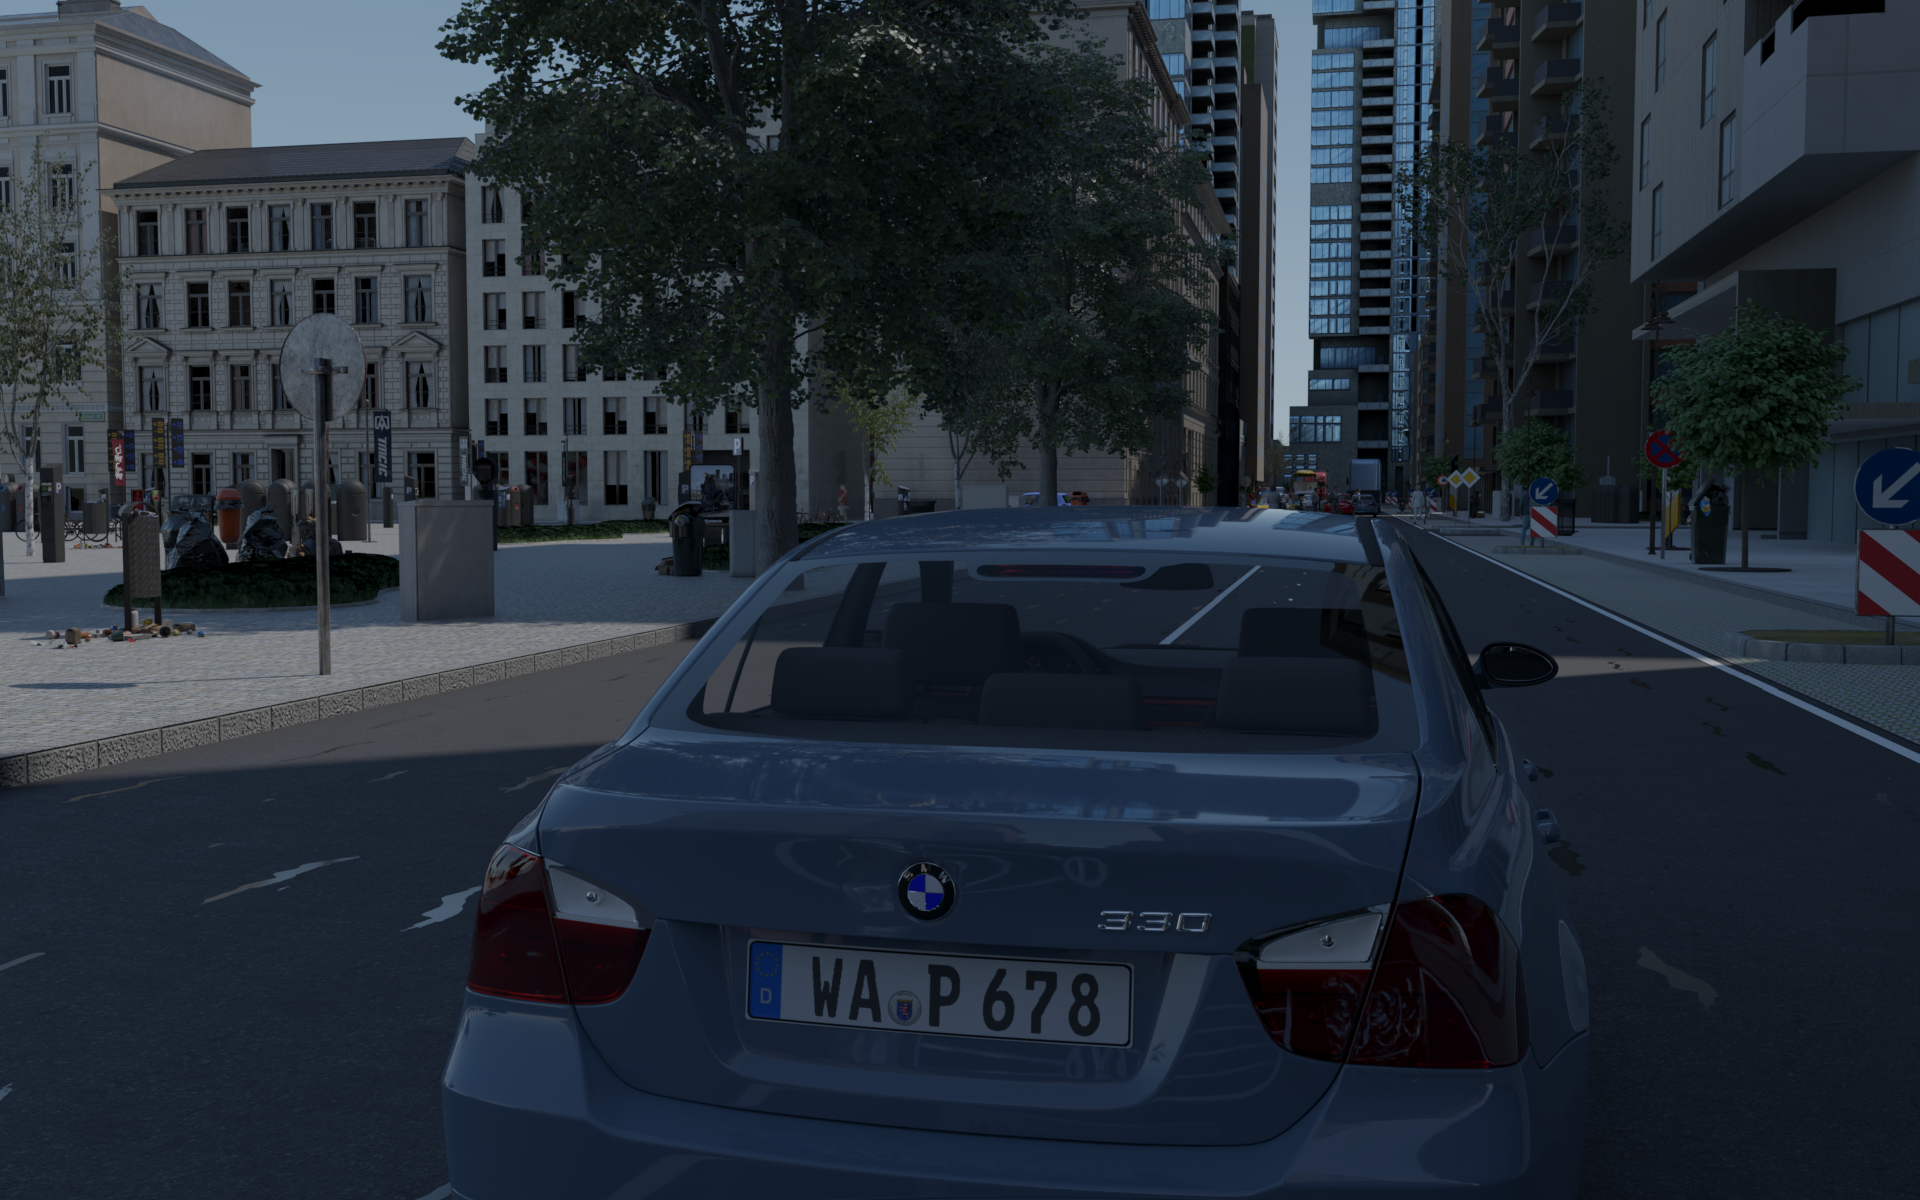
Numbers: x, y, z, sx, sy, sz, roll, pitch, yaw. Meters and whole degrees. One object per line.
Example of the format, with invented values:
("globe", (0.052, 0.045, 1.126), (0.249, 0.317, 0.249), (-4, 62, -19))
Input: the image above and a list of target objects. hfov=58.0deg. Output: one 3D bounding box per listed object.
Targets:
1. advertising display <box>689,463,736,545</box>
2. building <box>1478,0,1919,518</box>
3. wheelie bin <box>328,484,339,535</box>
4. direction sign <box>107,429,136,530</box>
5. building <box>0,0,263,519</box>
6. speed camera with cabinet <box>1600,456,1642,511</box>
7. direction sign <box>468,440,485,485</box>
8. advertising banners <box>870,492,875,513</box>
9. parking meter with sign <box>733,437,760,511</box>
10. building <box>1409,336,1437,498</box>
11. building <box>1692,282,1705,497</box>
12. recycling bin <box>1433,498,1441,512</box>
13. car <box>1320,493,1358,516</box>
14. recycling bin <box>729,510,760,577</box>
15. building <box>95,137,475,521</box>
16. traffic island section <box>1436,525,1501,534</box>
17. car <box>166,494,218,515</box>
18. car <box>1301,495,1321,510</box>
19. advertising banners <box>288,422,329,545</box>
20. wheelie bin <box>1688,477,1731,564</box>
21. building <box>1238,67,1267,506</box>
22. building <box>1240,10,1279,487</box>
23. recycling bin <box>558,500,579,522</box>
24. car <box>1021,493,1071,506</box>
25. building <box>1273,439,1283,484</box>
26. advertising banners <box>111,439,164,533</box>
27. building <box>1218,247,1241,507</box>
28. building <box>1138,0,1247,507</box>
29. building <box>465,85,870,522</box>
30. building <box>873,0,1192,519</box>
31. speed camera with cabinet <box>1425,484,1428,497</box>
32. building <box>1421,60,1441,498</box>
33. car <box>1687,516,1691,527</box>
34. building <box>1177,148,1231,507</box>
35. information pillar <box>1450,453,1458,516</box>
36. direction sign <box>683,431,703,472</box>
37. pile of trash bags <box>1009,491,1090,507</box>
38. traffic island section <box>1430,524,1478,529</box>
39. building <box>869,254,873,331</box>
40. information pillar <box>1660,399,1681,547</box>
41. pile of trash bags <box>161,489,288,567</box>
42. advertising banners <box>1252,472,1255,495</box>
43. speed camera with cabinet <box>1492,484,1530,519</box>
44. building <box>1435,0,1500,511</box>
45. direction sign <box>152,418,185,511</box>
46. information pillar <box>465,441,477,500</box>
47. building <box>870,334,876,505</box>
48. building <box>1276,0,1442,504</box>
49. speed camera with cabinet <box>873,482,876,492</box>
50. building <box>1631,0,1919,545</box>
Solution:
("advertising display", (-5.194, -1.905, 36.362), (0.974, 1.923, 0.123), (0, 4, -2))
("building", (42.807, -27.479, 103.910), (22.147, 44.769, 28.867), (1, 4, 13))
("wheelie bin", (-19.727, -2.858, 54.636), (0.980, 1.594, 0.693), (1, 4, 10))
("direction sign", (-29.332, -4.198, 60.641), (0.876, 3.537, 0.379), (-1, 4, -16))
("building", (-50.859, -18.872, 94.469), (20.117, 28.700, 13.634), (1, 4, 13))
("speed camera with cabinet", (34.456, -5.869, 90.292), (2.038, 3.252, 0.660), (0, 4, 7))
("direction sign", (-20.272, -4.935, 72.690), (0.876, 3.537, 0.379), (2, 4, 29))
("advertising banners", (-5.092, -7.264, 114.954), (2.074, 3.025, 0.090), (-2, 4, -33))
("parking meter with sign", (-6.133, -3.517, 53.763), (1.738, 3.016, 0.543), (-2, 4, -35))
("building", (67.003, -21.750, 200.650), (27.650, 21.520, 28.899), (1, 4, 13))
("building", (48.972, -32.575, 74.605), (28.212, 58.520, 21.231), (1, 4, 13))
("recycling bin", (33.674, -6.738, 122.715), (0.722, 1.027, 0.722), (1, 4, 8))
("car", (22.124, -5.636, 101.195), (2.155, 1.783, 4.494), (1, 4, 14))
("recycling bin", (-3.226, -0.884, 27.013), (0.722, 1.027, 0.722), (-1, 4, -9))
("building", (-32.021, -13.707, 88.735), (19.286, 19.102, 10.561), (1, 4, 13))
("traffic island section", (18.789, -2.546, 63.912), (2.009, 0.180, 2.903), (1, 4, 13))
("car", (-33.924, -4.208, 78.580), (4.222, 1.686, 2.009), (1, 4, 11))
("car", (31.071, -8.615, 153.215), (2.083, 1.381, 4.827), (1, 4, 11))
("advertising banners", (-15.867, -2.816, 42.232), (2.074, 3.025, 0.090), (3, 5, 43))
("wheelie bin", (13.766, -1.461, 31.793), (0.693, 1.594, 0.980), (1, 4, 14))
("building", (25.664, -32.839, 187.026), (14.600, 45.320, 14.200), (1, 4, 13))
("building", (24.405, -41.039, 212.980), (28.212, 58.520, 21.231), (1, 4, 13))
("recycling bin", (-17.999, -4.102, 79.626), (0.722, 1.027, 0.722), (2, 4, 25))
("car", (2.970, -3.773, 71.276), (3.694, 1.707, 1.945), (1, 4, 14))
("building", (31.822, -40.180, 246.186), (27.495, 52.752, 28.713), (1, 4, 13))
("advertising banners", (-26.377, -3.631, 55.559), (0.090, 3.025, 2.074), (1, 4, 20))
("building", (15.529, -18.824, 137.453), (12.332, 23.373, 15.834), (1, 4, 13))
("building", (16.576, -52.085, 164.256), (22.319, 86.520, 31.000), (1, 4, 13))
("building", (-13.934, -14.085, 85.038), (16.860, 20.320, 10.420), (1, 4, 13))
("building", (4.380, -17.783, 88.021), (12.463, 27.353, 25.104), (1, 4, 13))
("speed camera with cabinet", (35.933, -8.455, 132.567), (0.660, 3.252, 2.038), (1, 4, 15))
("building", (57.685, -31.625, 171.696), (22.147, 44.769, 28.867), (1, 4, 13))
("car", (30.493, -3.306, 66.413), (4.827, 1.381, 2.083), (1, 4, 14))
("building", (8.893, -17.260, 115.478), (16.112, 22.955, 30.059), (1, 4, 13))
("information pillar", (28.290, -6.592, 99.136), (0.504, 3.616, 0.183), (-2, 4, -25))
("direction sign", (-9.592, -4.299, 62.283), (0.379, 3.537, 0.876), (3, 5, 43))
("pile of trash bags", (2.459, -2.694, 53.807), (3.447, 1.369, 1.912), (2, 4, 31))
("traffic island section", (20.532, -3.023, 71.705), (2.009, 0.180, 2.903), (1, 4, 13))
("building", (-10.627, -36.595, 252.947), (28.867, 44.769, 22.147), (1, 4, 13))
("information pillar", (16.842, -3.032, 40.920), (0.183, 3.616, 0.504), (-1, 4, -18))
("pile of trash bags", (-11.806, -1.109, 27.891), (1.912, 1.369, 3.447), (-1, 4, -22))
("advertising banners", (22.987, -8.508, 135.291), (0.090, 3.025, 2.074), (0, 4, 3))
("speed camera with cabinet", (28.125, -5.744, 88.252), (2.038, 3.252, 0.660), (-2, 4, -25))
("building", (44.885, -29.679, 135.359), (14.600, 45.320, 14.200), (1, 4, 13))
("direction sign", (-23.538, -3.642, 51.546), (0.876, 3.537, 0.379), (-3, 5, -39))
("information pillar", (-20.290, -4.920, 71.796), (0.504, 3.616, 0.183), (-1, 4, -11))
("building", (-4.106, -22.778, 217.451), (28.899, 21.520, 27.650), (1, 4, 13))
("building", (59.690, -56.459, 235.771), (31.000, 86.520, 22.319), (1, 4, 13))
("speed camera with cabinet", (-5.730, -7.878, 123.141), (0.660, 3.252, 2.038), (1, 4, 9))
("building", (33.729, -27.817, 44.040), (28.713, 52.752, 27.495), (1, 4, 13))
